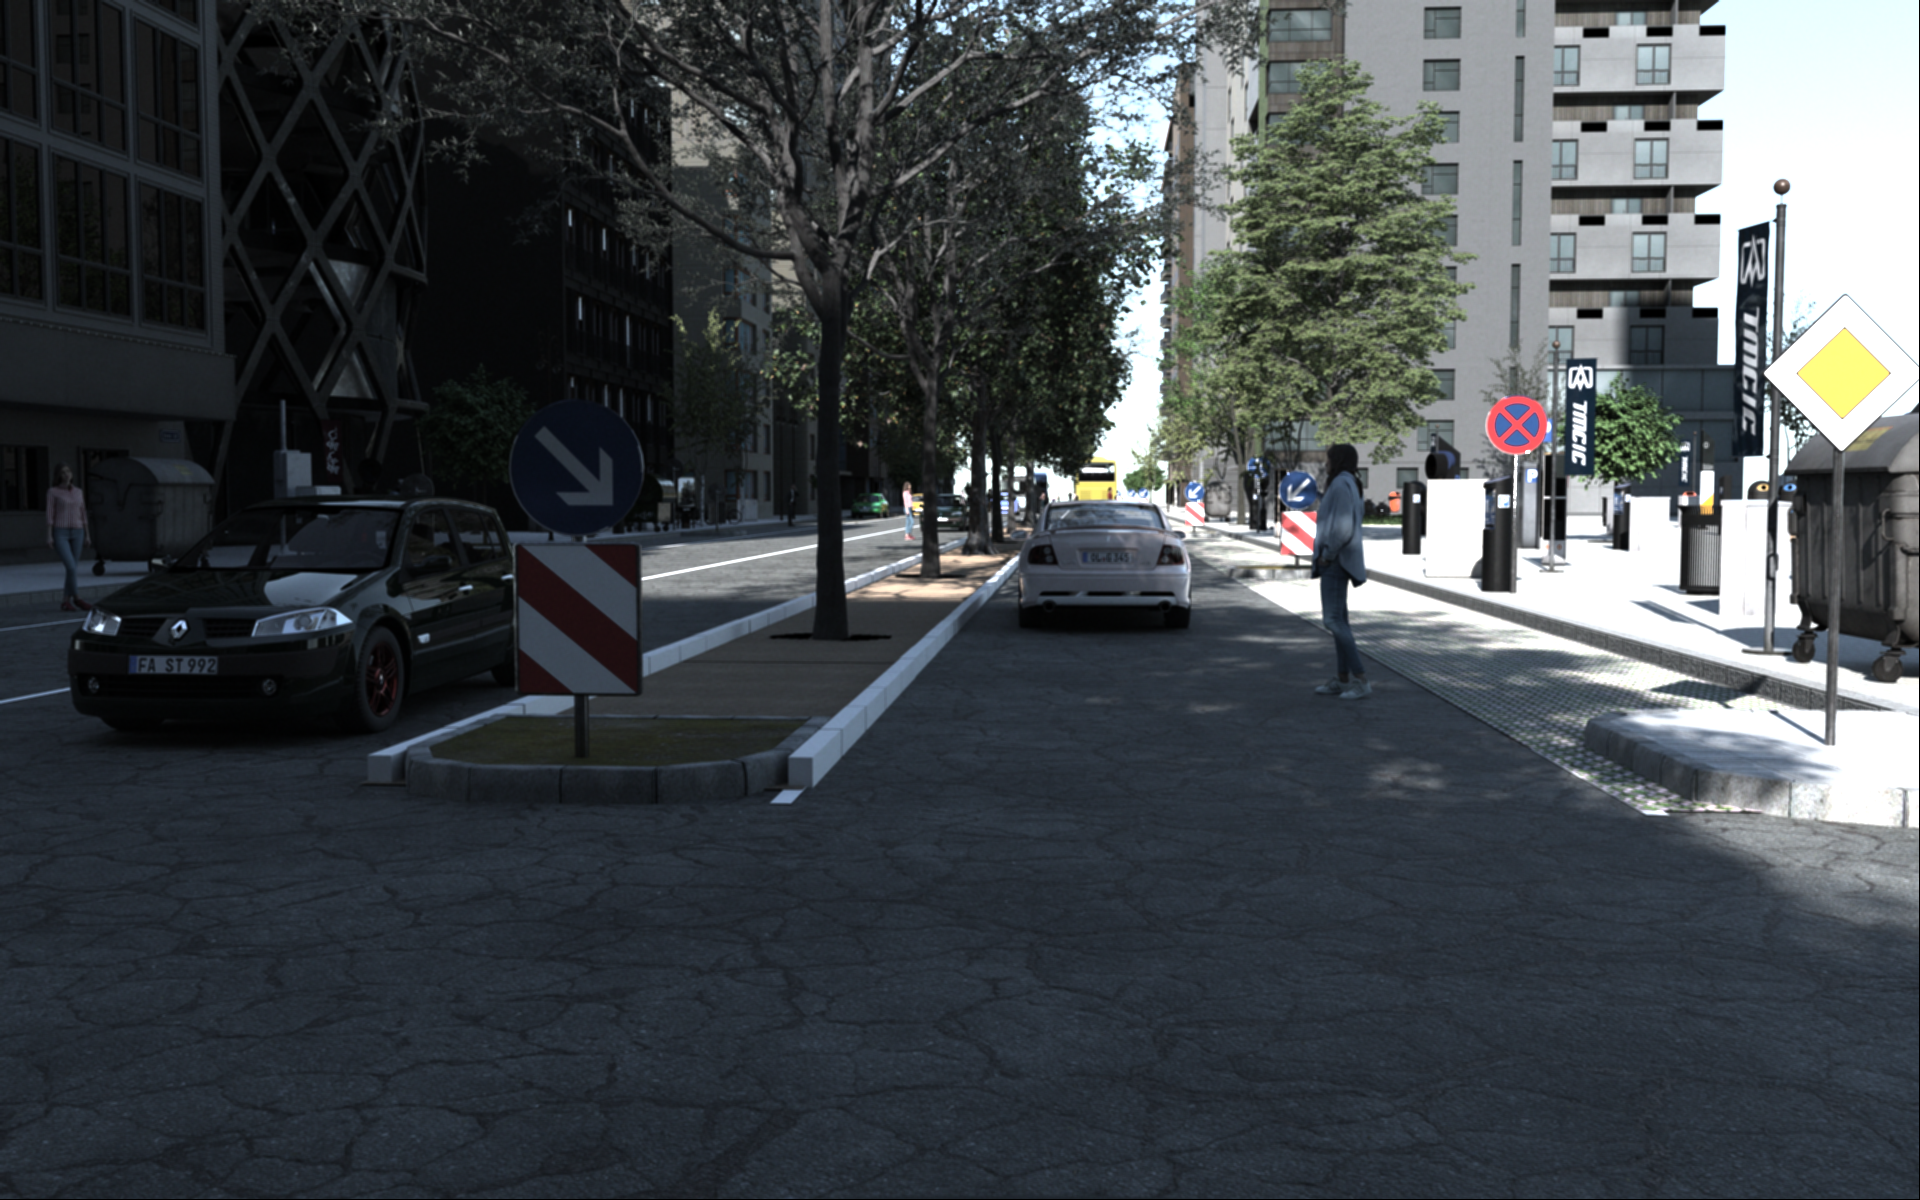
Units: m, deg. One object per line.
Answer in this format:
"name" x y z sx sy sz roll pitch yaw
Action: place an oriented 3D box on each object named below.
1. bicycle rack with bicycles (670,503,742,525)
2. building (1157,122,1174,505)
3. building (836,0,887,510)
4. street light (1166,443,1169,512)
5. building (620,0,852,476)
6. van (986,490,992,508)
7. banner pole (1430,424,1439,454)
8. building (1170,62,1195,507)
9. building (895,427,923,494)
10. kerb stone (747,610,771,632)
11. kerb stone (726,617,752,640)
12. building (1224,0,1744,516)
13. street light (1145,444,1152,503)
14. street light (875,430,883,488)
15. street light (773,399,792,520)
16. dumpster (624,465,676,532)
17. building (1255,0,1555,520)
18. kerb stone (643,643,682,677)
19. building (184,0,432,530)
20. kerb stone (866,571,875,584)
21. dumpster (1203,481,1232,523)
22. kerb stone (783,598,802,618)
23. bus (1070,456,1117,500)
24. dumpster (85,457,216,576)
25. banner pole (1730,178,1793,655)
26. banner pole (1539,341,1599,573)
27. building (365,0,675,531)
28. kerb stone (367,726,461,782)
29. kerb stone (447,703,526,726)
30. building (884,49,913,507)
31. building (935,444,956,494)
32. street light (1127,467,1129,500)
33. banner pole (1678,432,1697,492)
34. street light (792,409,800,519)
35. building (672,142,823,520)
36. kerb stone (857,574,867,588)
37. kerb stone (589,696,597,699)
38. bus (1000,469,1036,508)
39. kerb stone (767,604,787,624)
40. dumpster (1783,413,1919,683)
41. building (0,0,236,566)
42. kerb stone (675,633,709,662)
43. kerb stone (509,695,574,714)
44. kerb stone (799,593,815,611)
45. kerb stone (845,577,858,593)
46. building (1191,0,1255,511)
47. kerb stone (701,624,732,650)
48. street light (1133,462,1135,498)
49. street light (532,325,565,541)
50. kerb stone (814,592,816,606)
"bicycle rack with bicycles" -10.836 -3.623 72.617 2.925 0.926 2.852 0 4 6
"building" 34.423 -33.232 197.962 22.147 44.769 28.867 0 4 4
"building" -13.866 -30.512 148.988 14.600 45.320 14.200 0 4 4
"street light" 14.627 -9.099 121.563 0.468 5.910 1.993 0 4 4
"building" -23.173 -32.987 128.570 28.713 52.752 27.495 0 4 4
"van" 3.432 -10.379 176.702 2.013 2.044 4.112 0 4 6
"banner pole" 17.145 -4.440 62.616 0.401 3.779 0.863 0 4 -6
"building" 28.876 -32.210 176.751 14.600 45.320 14.200 0 4 4
"building" -10.832 -33.624 199.856 14.600 45.320 14.200 0 4 4
"kerb stone" -2.172 0.245 18.251 0.120 0.150 1.000 0 4 4
"kerb stone" -2.254 0.305 17.232 0.120 0.150 1.000 0 4 4
"building" 31.768 -31.966 111.888 28.713 52.752 27.495 0 4 4
"street light" 17.392 -11.336 158.139 0.468 5.910 1.993 0 4 4
"street light" -5.783 -9.285 124.601 0.468 5.910 1.993 0 4 4
"street light" -8.685 -6.810 84.129 0.468 5.910 1.993 0 4 4
"dumpster" -10.558 -3.432 58.611 1.502 2.255 1.985 0 4 4
"building" 22.738 -19.615 92.402 14.160 30.474 14.107 0 4 4
"kerb stone" -2.468 0.492 14.162 0.120 0.150 1.000 0 4 4
"building" -23.214 -10.885 45.419 16.820 18.784 16.811 0 4 4
"kerb stone" -1.509 -0.321 27.441 0.120 0.150 1.000 0 4 4
"dumpster" 11.664 -4.444 78.421 1.264 1.857 1.865 0 4 4
"kerb stone" -2.019 0.117 20.290 0.120 0.150 1.000 0 4 4
"bus" 8.647 -7.371 112.068 2.896 3.916 12.252 0 4 3
"dumpster" -12.937 -1.342 27.707 1.264 1.857 1.865 0 4 4
"banner pole" 6.501 -1.472 14.082 0.401 3.779 0.863 0 4 -5
"banner pole" 9.934 -2.339 28.255 0.863 3.779 0.401 2 4 25
"building" -19.040 -14.510 66.910 12.332 23.373 15.834 0 4 4
"kerb stone" -2.832 0.812 9.056 0.120 0.150 1.000 0 4 4
"kerb stone" -2.762 0.747 10.080 0.120 0.150 1.000 0 4 4
"building" -15.617 -45.462 181.552 20.563 71.187 20.611 0 4 4
"building" -15.419 -23.118 223.014 27.650 21.520 28.899 0 4 4
"street light" 23.508 -16.495 242.474 0.468 5.910 1.993 0 4 4
"banner pole" 29.311 -4.874 69.705 0.401 3.779 0.863 -3 5 -41
"street light" -8.397 -7.009 87.393 0.468 5.910 1.993 0 4 4
"building" -23.549 -15.644 100.816 27.650 21.520 28.899 0 4 4
"kerb stone" -1.575 -0.258 26.420 0.120 0.150 1.000 0 4 4
"kerb stone" -2.617 0.616 12.123 0.120 0.150 1.000 0 4 4
"bus" 5.060 -9.415 148.789 2.948 3.499 13.247 0 4 4
"kerb stone" -2.094 0.182 19.270 0.120 0.150 1.000 0 4 4
"dumpster" 6.860 -0.404 12.361 1.264 1.857 1.865 0 4 4
"building" -22.812 -14.139 24.687 14.314 27.812 24.014 0 4 4
"kerb stone" -2.395 0.431 15.193 0.120 0.150 1.000 0 4 4
"kerb stone" -2.684 0.679 11.101 0.120 0.150 1.000 0 4 4
"kerb stone" -1.952 0.054 21.310 0.120 0.150 1.000 0 4 4
"kerb stone" -1.656 -0.196 25.402 0.120 0.150 1.000 0 4 4
"building" 29.507 -36.575 140.007 21.231 58.520 28.212 0 4 4
"kerb stone" -2.323 0.366 16.212 0.120 0.150 1.000 0 4 4
"street light" 20.685 -14.258 205.902 0.468 5.910 1.993 0 4 4
"street light" -11.264 -4.572 47.536 0.468 5.910 1.993 0 4 4
"kerb stone" -1.871 -0.005 22.340 0.120 0.150 1.000 0 4 4
